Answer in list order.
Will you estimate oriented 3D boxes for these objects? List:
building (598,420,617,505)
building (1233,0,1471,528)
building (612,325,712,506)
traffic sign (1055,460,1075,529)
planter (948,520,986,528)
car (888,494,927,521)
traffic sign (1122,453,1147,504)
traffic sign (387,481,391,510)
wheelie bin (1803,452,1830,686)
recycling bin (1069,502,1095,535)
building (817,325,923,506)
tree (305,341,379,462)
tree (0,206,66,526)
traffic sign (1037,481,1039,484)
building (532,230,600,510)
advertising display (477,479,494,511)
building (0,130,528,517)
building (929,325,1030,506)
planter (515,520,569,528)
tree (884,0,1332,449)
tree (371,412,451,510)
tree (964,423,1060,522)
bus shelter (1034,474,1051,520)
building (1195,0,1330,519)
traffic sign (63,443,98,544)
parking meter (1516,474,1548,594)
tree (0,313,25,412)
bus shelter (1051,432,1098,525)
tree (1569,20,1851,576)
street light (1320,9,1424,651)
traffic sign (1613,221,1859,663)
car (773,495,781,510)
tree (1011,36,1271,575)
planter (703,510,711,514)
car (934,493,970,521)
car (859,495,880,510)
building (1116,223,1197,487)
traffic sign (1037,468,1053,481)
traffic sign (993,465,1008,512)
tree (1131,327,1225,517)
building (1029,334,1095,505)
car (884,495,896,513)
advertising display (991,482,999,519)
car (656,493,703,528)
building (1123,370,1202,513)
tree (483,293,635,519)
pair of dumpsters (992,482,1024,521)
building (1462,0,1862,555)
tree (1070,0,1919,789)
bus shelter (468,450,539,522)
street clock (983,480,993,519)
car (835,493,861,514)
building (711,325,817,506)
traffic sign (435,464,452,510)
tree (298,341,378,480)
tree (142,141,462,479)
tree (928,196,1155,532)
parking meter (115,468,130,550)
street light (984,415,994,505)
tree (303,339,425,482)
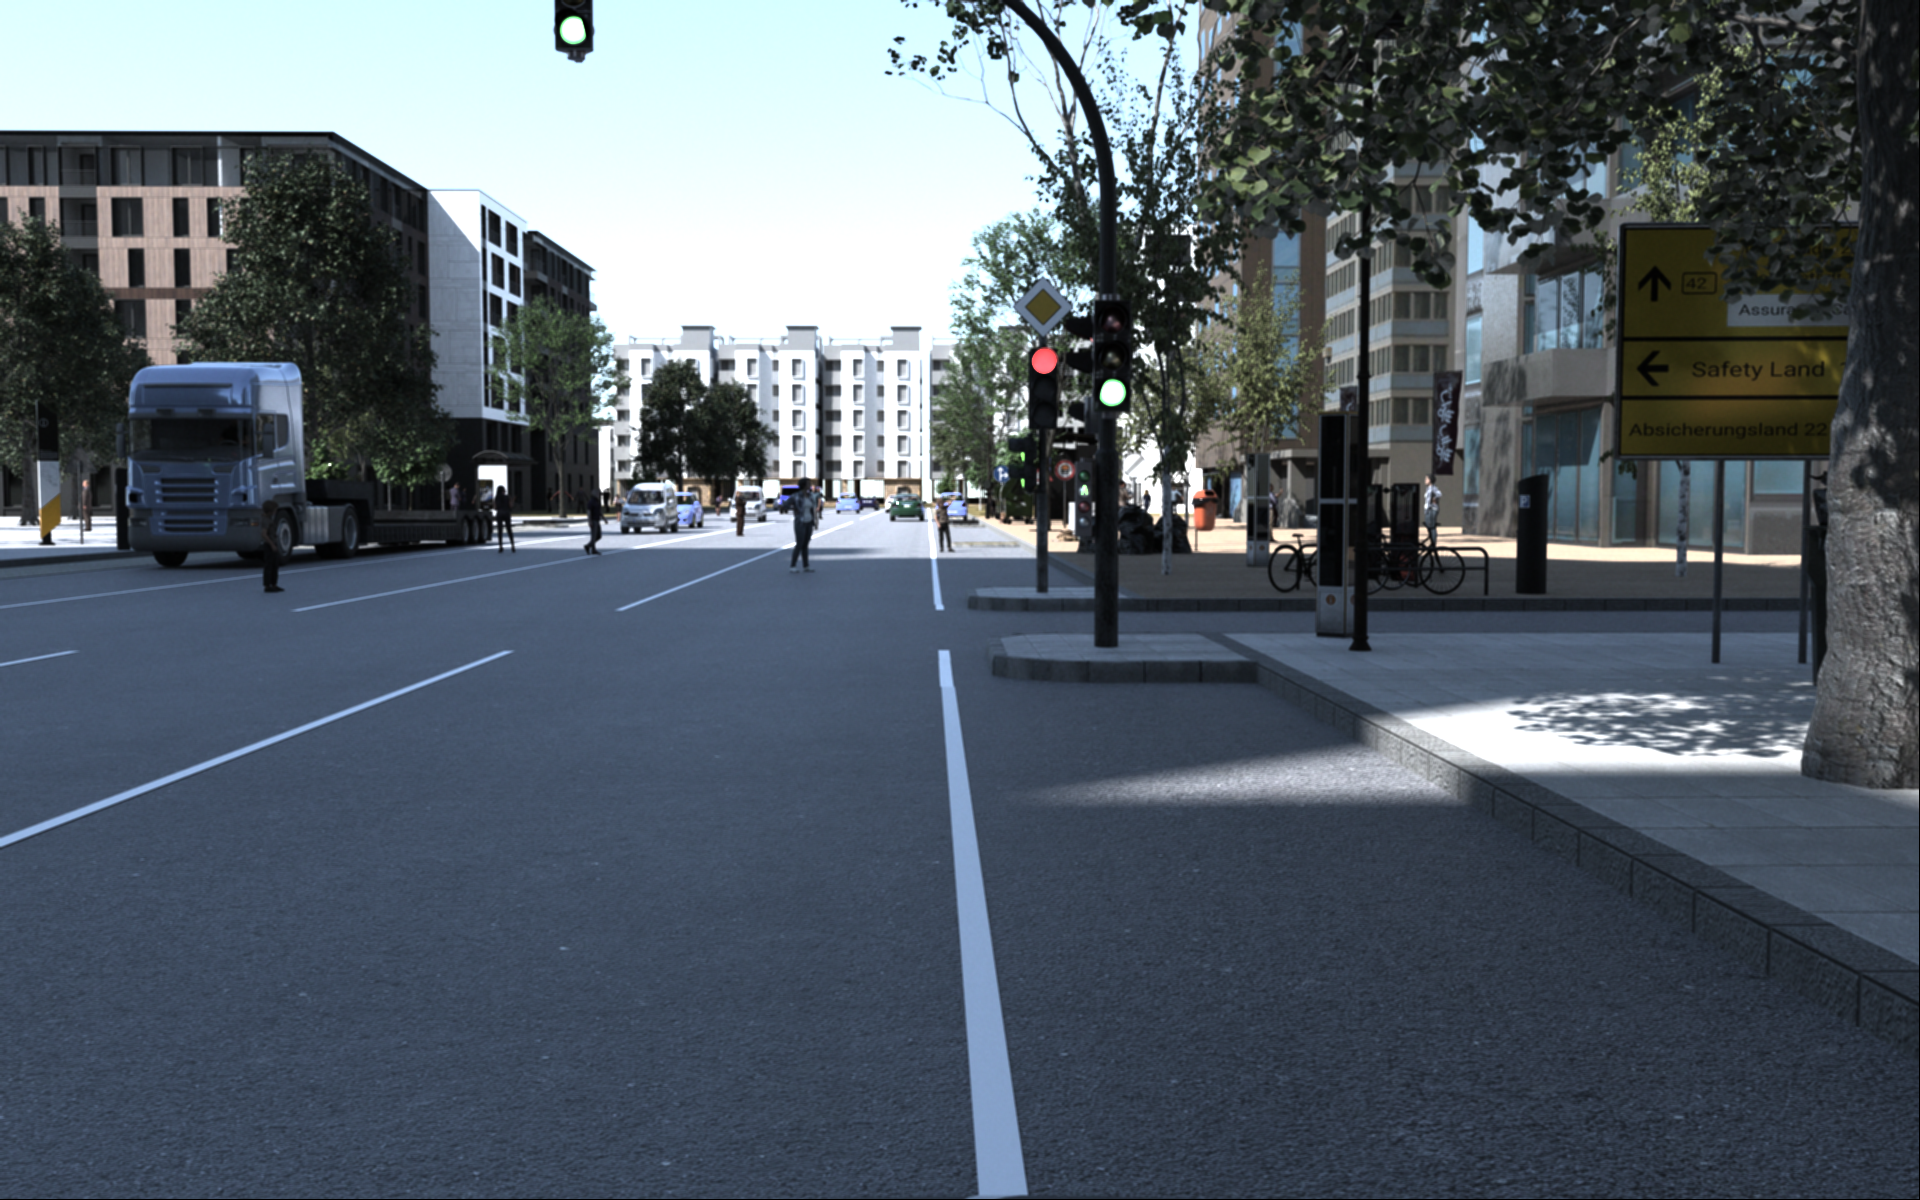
[{"bbox_3d":[-53.581,-15.536,196.154,28.070,9.664,9.099,0,4,-1],"label":"building"},{"bbox_3d":[28.691,-23.189,71.023,32.217,40.220,23.993,0,4,-1],"label":"building"},{"bbox_3d":[-33.418,-21.007,199.891,11.380,20.091,16.016,0,4,-1],"label":"building"},{"bbox_3d":[3.904,-3.931,64.385,0.768,2.556,0.104,0,4,5],"label":"traffic sign"},{"bbox_3d":[0.098,-3.293,74.972,1.991,0.319,1.994,0,4,-1],"label":"planter"},{"bbox_3d":[-2.831,-4.968,93.026,2.131,1.459,4.920,0,4,-1],"label":"car"},{"bbox_3d":[5.439,-3.296,54.001,0.768,2.556,0.104,0,4,4],"label":"traffic sign"},{"bbox_3d":[-23.686,-4.389,71.872,0.768,2.556,0.104,0,4,4],"label":"traffic sign"},{"bbox_3d":[6.044,-0.215,11.416,0.693,1.594,0.980,-2,4,-30],"label":"wheelie bin"},{"bbox_3d":[3.755,-2.486,53.200,0.722,1.027,0.722,0,4,-7],"label":"recycling bin"},{"bbox_3d":[-10.048,-21.065,200.831,11.380,20.091,16.016,0,4,-1],"label":"building"},{"bbox_3d":[-30.183,-8.148,83.580,4.360,8.622,3.978,0,3,0],"label":"tree"},{"bbox_3d":[-37.627,-9.330,69.559,9.611,12.733,9.660,0,3,0],"label":"tree"},{"bbox_3d":[3.543,-4.463,75.104,0.606,2.300,0.079,0,4,1],"label":"traffic sign"},{"bbox_3d":[-49.214,-18.599,148.067,32.646,21.610,27.936,0,4,-1],"label":"building"},{"bbox_3d":[-20.862,-4.340,76.167,0.123,1.923,0.974,1,4,21],"label":"advertising display"},{"bbox_3d":[-46.047,-16.513,113.967,27.936,21.610,32.646,0,4,-1],"label":"building"},{"bbox_3d":[2.134,-21.029,200.251,11.380,20.091,16.016,0,4,-1],"label":"building"},{"bbox_3d":[-17.965,-3.274,74.667,1.991,0.319,1.994,0,4,-1],"label":"planter"},{"bbox_3d":[3.848,-11.225,39.423,12.611,20.169,13.585,0,3,0],"label":"tree"},{"bbox_3d":[-21.236,-5.072,66.638,4.285,4.588,4.351,0,3,0],"label":"tree"},{"bbox_3d":[2.969,-5.898,80.152,4.285,4.588,4.351,0,3,0],"label":"tree"},{"bbox_3d":[4.356,-5.785,85.873,1.731,3.624,6.357,0,4,-1],"label":"bus shelter"},{"bbox_3d":[20.386,-26.927,90.363,14.600,45.320,14.200,0,4,-1],"label":"building"},{"bbox_3d":[-22.457,-2.704,44.221,0.884,2.594,0.081,0,4,0],"label":"traffic sign"},{"bbox_3d":[7.370,-0.850,22.313,0.372,1.533,0.369,0,3,0],"label":"parking meter"},{"bbox_3d":[-30.330,-6.200,51.727,4.360,8.622,3.978,0,3,0],"label":"tree"},{"bbox_3d":[4.812,-4.721,68.475,1.731,3.624,6.357,0,4,-1],"label":"bus shelter"},{"bbox_3d":[11.422,-4.683,26.936,4.737,8.622,4.395,0,3,0],"label":"tree"},{"bbox_3d":[3.287,-2.524,14.048,0.468,5.910,1.993,0,4,-1],"label":"street light"},{"bbox_3d":[6.070,-1.173,13.048,2.265,3.308,0.079,0,4,3],"label":"traffic sign"},{"bbox_3d":[-15.879,-8.827,156.685,2.083,1.381,4.827,0,4,-3],"label":"car"},{"bbox_3d":[3.066,-4.700,27.206,4.737,8.622,4.395,0,3,0],"label":"tree"},{"bbox_3d":[-18.912,-6.294,124.043,1.991,0.319,1.994,0,4,-1],"label":"planter"},{"bbox_3d":[-0.440,-5.120,93.298,1.945,1.707,3.694,0,4,0],"label":"car"},{"bbox_3d":[-8.076,-8.595,153.109,1.945,1.354,3.894,0,4,1],"label":"car"},{"bbox_3d":[25.144,-18.543,147.158,27.936,21.610,32.646,0,4,-1],"label":"building"},{"bbox_3d":[3.355,-4.328,70.761,0.884,2.594,0.081,0,4,5],"label":"traffic sign"},{"bbox_3d":[1.841,-4.644,76.033,0.768,2.556,0.104,0,4,6],"label":"traffic sign"},{"bbox_3d":[9.376,-7.653,75.489,4.360,8.622,3.978,0,3,0],"label":"tree"},{"bbox_3d":[24.205,-20.423,200.371,31.486,18.905,16.747,0,4,-1],"label":"building"},{"bbox_3d":[-4.811,-7.424,133.752,2.083,1.381,4.827,0,4,-2],"label":"car"},{"bbox_3d":[2.105,-5.243,90.931,0.974,1.923,0.123,-1,4,-20],"label":"advertising display"},{"bbox_3d":[-11.945,-3.908,73.494,1.945,1.707,3.694,0,4,-1],"label":"car"},{"bbox_3d":[16.956,-10.698,117.062,9.099,9.664,28.070,0,4,-1],"label":"building"},{"bbox_3d":[-21.093,-10.099,90.867,9.928,11.665,9.643,0,3,0],"label":"tree"},{"bbox_3d":[2.444,-5.084,85.619,1.574,2.255,4.437,0,4,-1],"label":"pair of dumpsters"},{"bbox_3d":[29.060,-25.990,44.548,30.456,49.044,23.786,0,4,-1],"label":"building"},{"bbox_3d":[4.286,-6.166,7.474,9.857,13.997,8.962,0,3,0],"label":"tree"},{"bbox_3d":[-21.828,-5.453,83.086,2.014,3.302,5.546,0,4,-1],"label":"bus shelter"},{"bbox_3d":[1.432,-5.183,89.320,0.471,2.002,0.358,2,4,25],"label":"street clock"},{"bbox_3d":[-8.269,-7.248,128.089,1.945,1.707,3.694,0,4,-3],"label":"car"},{"bbox_3d":[-21.713,-21.015,200.011,11.380,20.091,16.016,0,4,-1],"label":"building"},{"bbox_3d":[-21.433,-4.384,71.779,0.768,2.556,0.104,0,4,3],"label":"traffic sign"},{"bbox_3d":[-28.220,-7.792,77.753,4.737,8.622,4.395,0,3,0],"label":"tree"},{"bbox_3d":[-21.283,-8.540,56.631,9.611,12.733,9.660,0,3,0],"label":"tree"},{"bbox_3d":[3.117,-8.180,59.499,9.928,11.665,9.643,0,3,0],"label":"tree"},{"bbox_3d":[-19.203,-2.080,39.718,0.255,1.863,0.399,-2,4,-30],"label":"parking meter"},{"bbox_3d":[1.632,-7.616,97.304,0.468,5.910,1.993,0,4,-1],"label":"street light"},{"bbox_3d":[-32.333,-9.703,93.059,8.767,10.594,7.601,1,4,8],"label":"tree"}]
